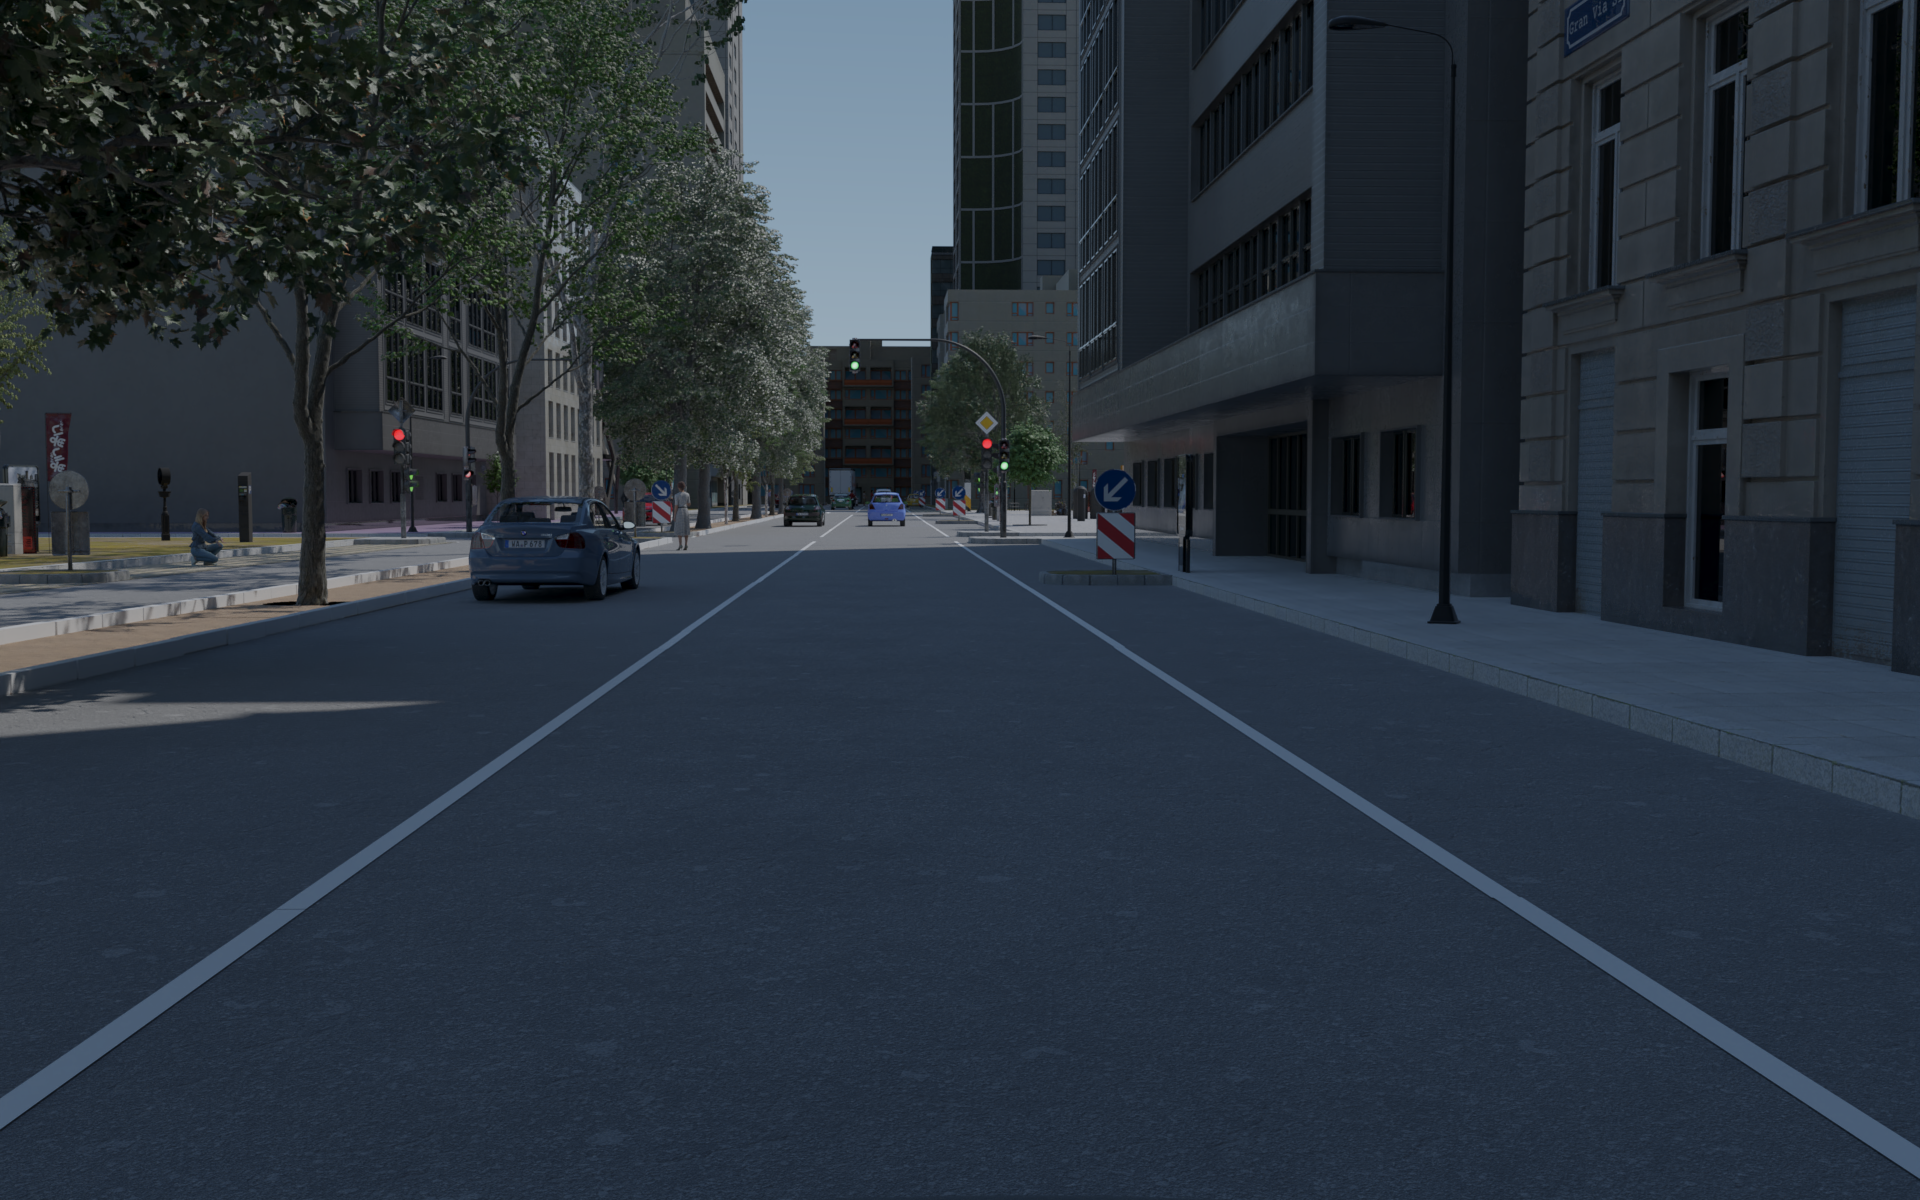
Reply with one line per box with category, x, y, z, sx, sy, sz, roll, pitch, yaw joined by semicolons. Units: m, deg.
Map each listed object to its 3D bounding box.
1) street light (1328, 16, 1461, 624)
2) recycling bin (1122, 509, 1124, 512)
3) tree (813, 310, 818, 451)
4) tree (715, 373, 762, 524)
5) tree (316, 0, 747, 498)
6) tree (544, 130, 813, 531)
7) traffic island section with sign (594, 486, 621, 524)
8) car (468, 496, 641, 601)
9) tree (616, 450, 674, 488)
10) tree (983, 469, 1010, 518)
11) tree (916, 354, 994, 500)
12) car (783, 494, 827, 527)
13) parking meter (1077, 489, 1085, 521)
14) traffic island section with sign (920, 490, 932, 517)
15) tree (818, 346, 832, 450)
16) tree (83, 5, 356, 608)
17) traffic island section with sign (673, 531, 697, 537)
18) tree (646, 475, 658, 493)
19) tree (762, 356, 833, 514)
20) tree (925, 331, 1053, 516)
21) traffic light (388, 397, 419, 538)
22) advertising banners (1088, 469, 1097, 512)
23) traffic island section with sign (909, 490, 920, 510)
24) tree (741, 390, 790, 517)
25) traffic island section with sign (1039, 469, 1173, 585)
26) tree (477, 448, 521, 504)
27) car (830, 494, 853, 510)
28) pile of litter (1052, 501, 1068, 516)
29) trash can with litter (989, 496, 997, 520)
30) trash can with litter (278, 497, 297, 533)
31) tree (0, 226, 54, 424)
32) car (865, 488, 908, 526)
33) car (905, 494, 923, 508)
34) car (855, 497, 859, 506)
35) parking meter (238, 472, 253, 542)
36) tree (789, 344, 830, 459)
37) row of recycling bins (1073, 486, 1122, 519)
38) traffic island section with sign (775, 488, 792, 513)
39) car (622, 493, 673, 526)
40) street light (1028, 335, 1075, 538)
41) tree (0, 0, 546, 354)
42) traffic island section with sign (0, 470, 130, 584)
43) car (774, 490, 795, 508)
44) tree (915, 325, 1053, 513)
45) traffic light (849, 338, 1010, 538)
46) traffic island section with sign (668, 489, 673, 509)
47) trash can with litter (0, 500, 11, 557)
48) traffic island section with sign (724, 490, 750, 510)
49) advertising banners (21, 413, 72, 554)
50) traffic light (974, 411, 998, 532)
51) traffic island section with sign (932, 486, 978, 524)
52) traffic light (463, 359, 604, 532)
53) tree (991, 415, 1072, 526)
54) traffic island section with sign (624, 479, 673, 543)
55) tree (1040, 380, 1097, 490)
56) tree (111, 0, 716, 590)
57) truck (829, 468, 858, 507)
street light;4.273;-2.721;17.026;1.470;5.913;1.316;0;4;-3
recycling bin;9.686;-5.278;98.845;0.722;1.027;0.722;2;4;33
tree;-10.672;-9.936;71.572;9.857;13.997;8.962;0;3;0
tree;-10.943;-7.838;80.965;4.737;8.622;4.395;0;3;0
tree;-10.526;-11.308;43.234;12.611;20.169;13.585;0;3;0
tree;-10.070;-9.330;61.651;9.857;13.997;8.962;0;3;0
traffic island section with sign;-17.273;-4.534;82.755;1.989;1.847;2.006;0;4;-3
car;-5.698;-0.771;24.616;2.014;1.417;4.499;0;4;-1
tree;-23.009;-9.002;130.896;4.285;4.588;4.351;0;3;0
tree;1.795;-6.035;93.267;1.663;3.219;1.824;0;3;0
tree;-0.150;-13.582;140.186;7.486;12.596;7.792;0;3;0
car;-6.943;-4.133;77.360;2.009;1.686;4.222;0;4;-2
parking meter;5.706;-4.473;81.540;0.372;1.533;0.369;0;3;0
traffic island section with sign;-1.385;-6.227;110.441;1.989;1.847;2.006;0;4;-3
tree;-11.824;-11.674;99.976;9.857;13.997;8.962;0;3;0
tree;-8.211;-5.724;21.805;9.928;11.665;9.643;0;3;0
traffic island section with sign;-9.931;-3.057;58.112;2.006;1.907;1.989;0;4;-3
tree;-21.982;-7.936;124.355;1.663;3.219;1.824;0;3;0
tree;-12.885;-12.416;123.579;7.486;12.596;7.792;0;3;0
tree;1.525;-10.118;99.838;8.767;10.594;7.601;2;4;31
traffic light;-16.097;-3.739;50.051;0.839;4.253;0.868;0;4;-3
advertising banners;9.066;-7.729;122.551;0.090;3.025;2.074;-2;4;-30
traffic island section with sign;-3.653;-9.294;160.590;1.989;1.847;2.006;0;4;-3
tree;-12.070;-9.473;107.699;4.360;8.622;3.978;0;3;0
traffic island section with sign;2.312;-1.192;28.120;1.989;1.847;2.006;0;4;-3
tree;-19.080;-4.701;71.460;1.663;3.219;1.824;0;3;0
car;-10.647;-8.800;155.675;2.131;1.459;4.920;0;4;-2
pile of litter;5.695;-5.397;102.207;1.719;0.858;1.176;-1;4;-19
trash can with litter;1.859;-4.518;85.260;0.624;1.170;1.055;2;4;28
trash can with litter;-22.305;-2.817;57.440;0.624;1.170;1.055;-1;4;-23
tree;-25.657;-5.810;45.363;4.737;8.622;4.395;0;3;0
car;-3.313;-4.179;77.910;1.945;1.707;3.694;0;4;-3
car;-4.788;-10.480;181.564;2.015;1.641;3.980;0;4;-3
car;-13.098;-11.909;207.075;2.083;1.381;4.827;0;4;-3
parking meter;-19.017;-2.469;46.081;0.255;1.863;0.399;0;4;-6
tree;-11.512;-9.852;89.289;9.928;11.665;9.643;0;3;0
row of recycling bins;7.558;-5.017;89.146;3.534;1.692;1.069;1;4;8
traffic island section with sign;-13.322;-7.648;133.174;2.006;1.907;1.989;0;4;-3
car;-14.345;-4.318;79.642;2.155;1.783;4.494;0;4;-1
street light;2.682;-4.792;50.897;1.470;5.913;1.316;0;4;-3
tree;-8.141;-5.654;11.915;9.611;12.733;9.660;0;3;0
traffic island section with sign;-14.831;-1.208;28.377;1.989;1.847;2.006;0;4;-3
car;-17.818;-10.316;177.337;2.281;1.827;5.304;0;4;-2
tree;1.578;-12.286;117.888;9.611;12.733;9.660;0;3;0
traffic light;-0.840;-4.645;50.611;4.771;5.953;1.251;0;4;-3
traffic island section with sign;-18.505;-6.202;110.034;1.989;1.847;2.006;0;4;-3
trash can with litter;-19.750;-1.440;34.933;1.055;1.170;0.624;0;4;-4
traffic island section with sign;-20.764;-9.267;160.145;1.989;1.847;2.006;0;4;-3
advertising banners;-20.125;-2.503;37.107;2.074;3.025;0.090;-1;4;-15
traffic light;0.887;-4.275;58.823;0.839;4.253;0.868;0;4;-3
traffic island section with sign;-0.185;-4.580;83.512;1.989;1.847;2.006;0;4;-3
traffic light;-14.370;-5.106;58.157;4.771;5.953;1.251;0;4;-3
tree;2.930;-5.323;70.748;4.285;4.588;4.351;0;3;0
traffic island section with sign;-9.608;-2.604;50.711;2.006;1.907;1.989;0;4;-3
tree;7.035;-9.713;109.168;4.360;8.622;3.978;0;3;0
tree;-8.336;-6.337;31.819;9.928;11.665;9.643;0;3;0
truck;-13.087;-12.558;194.241;2.839;4.237;11.283;0;4;-1
